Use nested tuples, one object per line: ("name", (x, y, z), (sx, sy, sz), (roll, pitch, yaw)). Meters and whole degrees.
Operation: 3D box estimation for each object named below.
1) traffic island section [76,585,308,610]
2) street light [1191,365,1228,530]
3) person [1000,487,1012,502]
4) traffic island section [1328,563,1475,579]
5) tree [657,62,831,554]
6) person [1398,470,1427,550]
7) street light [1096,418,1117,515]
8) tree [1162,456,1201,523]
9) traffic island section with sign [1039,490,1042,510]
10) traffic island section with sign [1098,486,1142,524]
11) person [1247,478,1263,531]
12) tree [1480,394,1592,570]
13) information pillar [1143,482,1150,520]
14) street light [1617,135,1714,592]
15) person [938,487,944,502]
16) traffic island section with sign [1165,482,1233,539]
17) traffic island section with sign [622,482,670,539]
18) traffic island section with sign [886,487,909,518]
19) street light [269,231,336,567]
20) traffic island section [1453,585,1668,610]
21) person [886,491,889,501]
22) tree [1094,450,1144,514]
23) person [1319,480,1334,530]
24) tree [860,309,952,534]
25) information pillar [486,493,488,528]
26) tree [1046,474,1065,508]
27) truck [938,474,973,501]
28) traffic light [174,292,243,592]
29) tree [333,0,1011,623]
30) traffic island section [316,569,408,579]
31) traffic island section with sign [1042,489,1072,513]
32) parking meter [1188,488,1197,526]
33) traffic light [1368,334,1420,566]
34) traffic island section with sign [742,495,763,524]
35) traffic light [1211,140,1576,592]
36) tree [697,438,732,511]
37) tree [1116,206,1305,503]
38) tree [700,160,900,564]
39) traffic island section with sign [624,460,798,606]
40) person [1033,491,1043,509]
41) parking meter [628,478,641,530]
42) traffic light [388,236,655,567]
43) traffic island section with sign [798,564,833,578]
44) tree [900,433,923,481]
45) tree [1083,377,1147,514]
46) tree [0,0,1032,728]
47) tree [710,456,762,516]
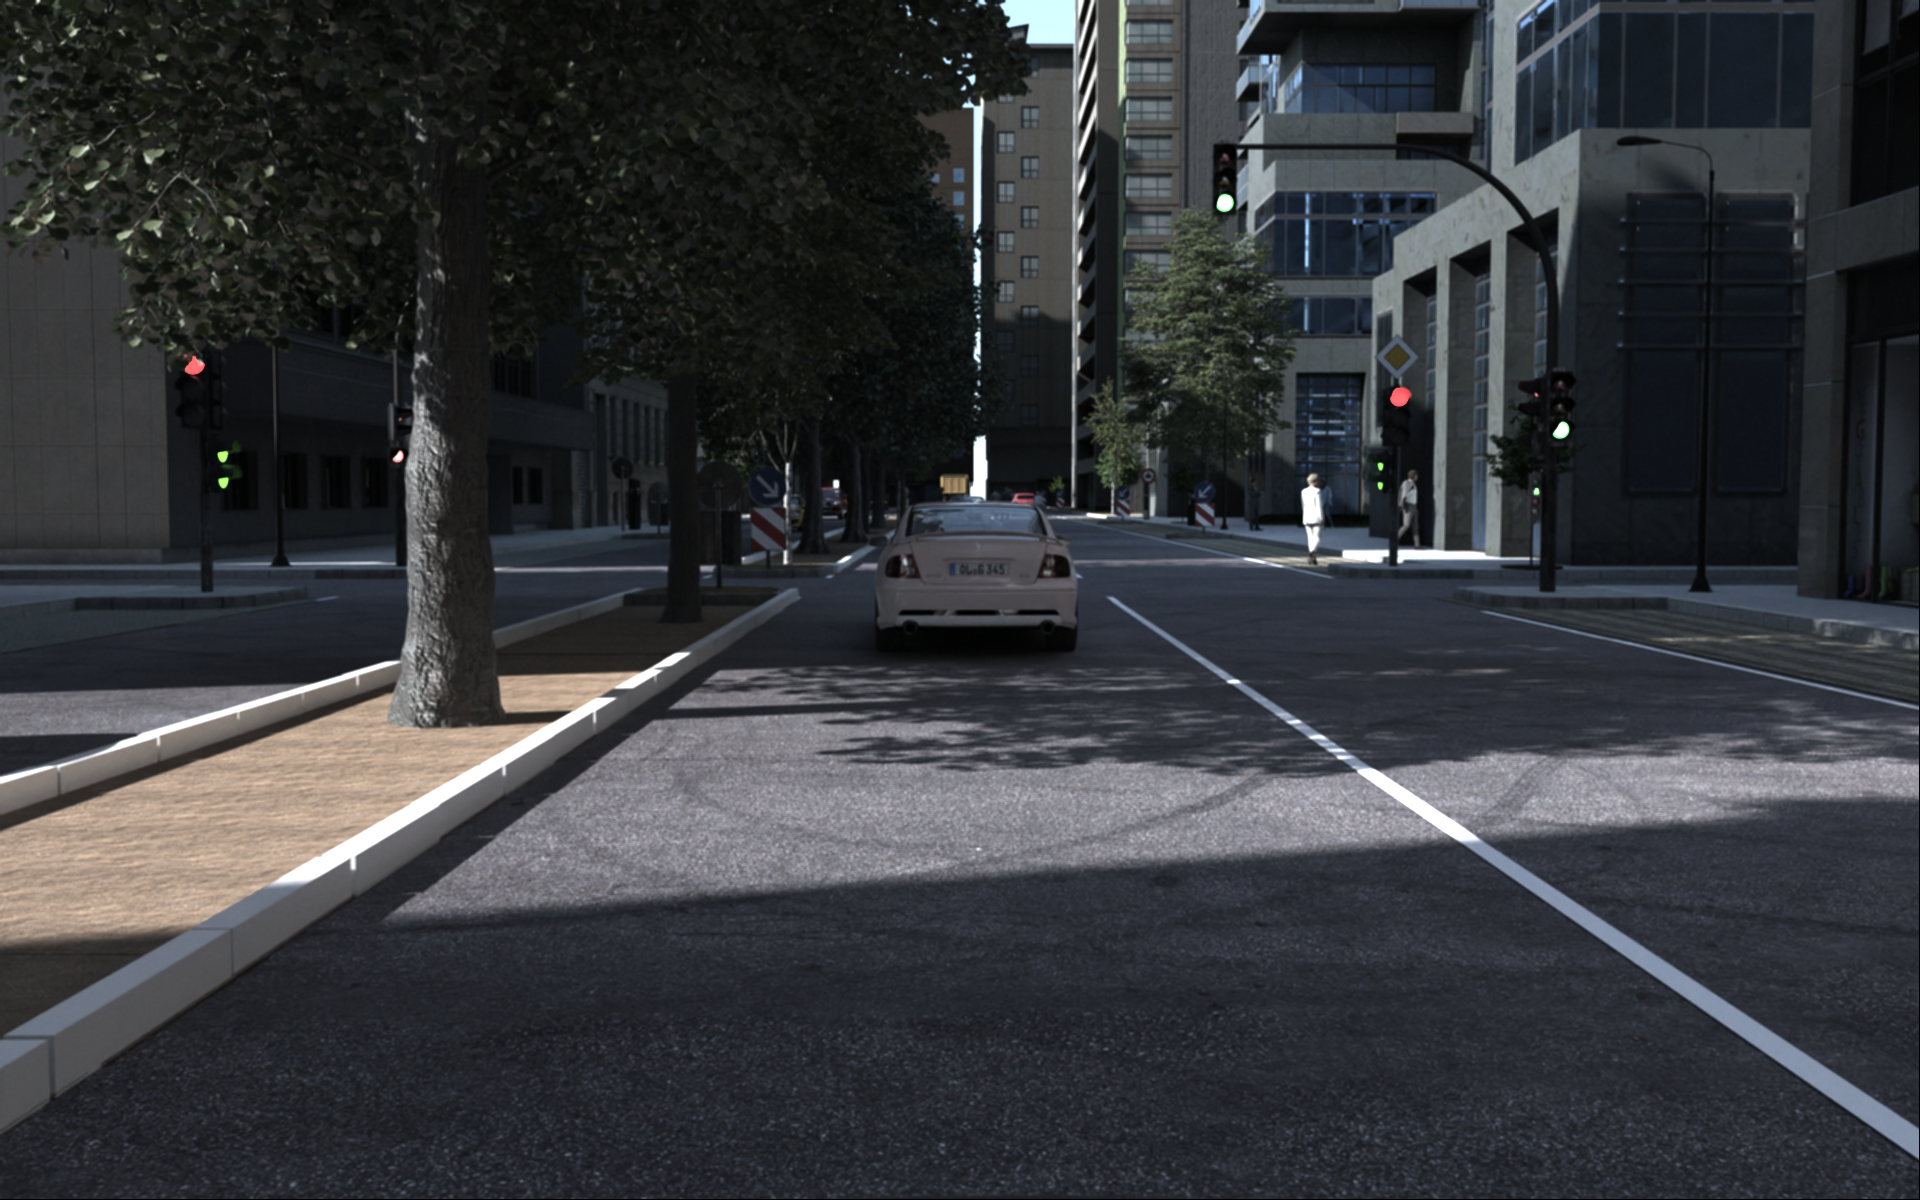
("traffic island section", (-9.907, -0.029, 22.756), (2.009, 0.180, 2.903), (0, 3, 0))
("street light", (9.038, -5.507, 62.574), (1.470, 5.913, 1.316), (0, 3, 0))
("person", (2.446, -5.183, 93.415), (0.661, 1.801, 0.590), (-1, 4, -15))
("traffic island section", (7.719, -0.519, 30.772), (2.009, 0.180, 2.903), (0, 3, 0))
("tree", (-3.524, -7.450, 41.271), (9.611, 12.733, 9.660), (0, 3, 0))
("person", (10.275, -2.050, 39.668), (0.850, 1.850, 0.679), (2, 4, 29))
("street light", (8.992, -8.127, 105.424), (1.470, 5.913, 1.316), (0, 3, 0))
("tree", (9.795, -4.966, 75.798), (1.663, 3.219, 1.824), (0, 3, 0))
("traffic island section with sign", (7.476, -9.236, 159.631), (1.989, 1.847, 2.006), (0, 3, 0))
("traffic island section with sign", (7.625, -4.540, 82.862), (1.989, 1.847, 2.006), (0, 3, 0))
("person", (10.396, -3.359, 60.772), (0.655, 1.846, 0.447), (-3, 5, -41))
("tree", (9.831, -2.155, 29.842), (1.663, 3.219, 1.824), (0, 3, 0))
("information pillar", (9.386, -5.057, 87.177), (0.304, 2.012, 0.304), (0, 4, -5))
("street light", (9.203, -3.062, 22.603), (1.470, 5.913, 1.316), (0, 3, 0))
("person", (-1.144, -4.920, 89.167), (0.699, 1.804, 1.509), (2, 4, 27))
("traffic island section with sign", (7.674, -2.892, 55.906), (1.989, 1.847, 2.006), (0, 3, 0))
("traffic island section with sign", (-9.642, -2.857, 55.346), (1.989, 1.847, 2.006), (0, 3, 0))
("traffic island section with sign", (-3.458, -5.958, 105.549), (2.006, 1.907, 1.989), (0, 3, 0))
("street light", (-11.494, -3.545, 30.495), (1.470, 5.913, 1.316), (0, 3, 0))
("traffic island section", (7.735, -0.031, 22.787), (2.009, 0.180, 2.903), (0, 3, 0))
("person", (-6.782, -9.472, 164.079), (0.721, 1.735, 1.217), (0, 4, 6))
("tree", (10.456, -7.954, 113.762), (4.285, 4.588, 4.351), (0, 3, 0))
("person", (13.138, -3.417, 62.177), (0.793, 1.790, 0.793), (2, 4, 23))
("tree", (-3.331, -8.182, 61.985), (9.928, 11.665, 9.643), (0, 3, 0))
("information pillar", (-11.670, -2.299, 42.082), (0.304, 2.012, 0.304), (-2, 4, -34))
("tree", (10.170, -11.521, 182.973), (1.663, 3.219, 1.824), (0, 3, 0))
("truck", (-0.472, -10.437, 166.561), (3.469, 3.379, 9.791), (0, 4, 1))
("traffic light", (-9.867, -2.061, 22.622), (0.839, 4.253, 0.868), (0, 3, 0))
("tree", (-3.188, -6.040, 19.333), (7.486, 12.596, 7.792), (0, 3, 0))
("traffic island section", (-9.923, -0.517, 30.742), (2.009, 0.180, 2.903), (0, 3, 0))
("traffic island section with sign", (7.518, -7.578, 132.526), (1.989, 1.847, 2.006), (0, 3, 0))
("parking meter", (9.462, -3.800, 70.548), (0.372, 1.533, 0.369), (0, 3, 0))
("traffic light", (7.679, -2.553, 30.658), (0.839, 4.253, 0.868), (0, 3, 0))
("traffic island section with sign", (-9.698, -4.529, 82.676), (1.989, 1.847, 2.006), (0, 3, 0))
("traffic light", (5.603, -2.927, 22.528), (4.771, 5.953, 1.251), (0, 3, 0))
("tree", (-12.814, -8.840, 94.903), (4.737, 8.622, 4.395), (0, 3, 0))
("tree", (9.846, -9.228, 69.007), (7.486, 12.596, 7.792), (0, 3, 0))
("tree", (-3.234, -4.864, 32.340), (4.360, 8.622, 3.978), (0, 3, 0))
("traffic island section with sign", (-3.291, -0.909, 23.004), (2.006, 1.907, 1.989), (0, 3, 0))
("person", (4.494, -5.494, 100.143), (0.589, 1.601, 0.330), (2, 4, 28))
("parking meter", (-11.737, -3.474, 62.510), (0.399, 1.863, 0.255), (2, 4, 32))
("traffic light", (-7.791, -3.424, 30.646), (4.771, 5.953, 1.251), (0, 3, 0))
("traffic island section with sign", (-3.297, -1.362, 30.411), (2.006, 1.907, 1.989), (0, 3, 0))
("tree", (-2.879, -7.803, 80.395), (4.360, 8.622, 3.978), (0, 3, 0))
("tree", (9.889, -9.706, 109.056), (4.737, 8.622, 4.395), (0, 3, 0))
("tree", (-3.228, -6.203, 10.536), (9.857, 13.997, 8.962), (0, 3, 0))
("tree", (-13.231, -7.188, 101.242), (4.285, 4.588, 4.351), (0, 3, 0))
